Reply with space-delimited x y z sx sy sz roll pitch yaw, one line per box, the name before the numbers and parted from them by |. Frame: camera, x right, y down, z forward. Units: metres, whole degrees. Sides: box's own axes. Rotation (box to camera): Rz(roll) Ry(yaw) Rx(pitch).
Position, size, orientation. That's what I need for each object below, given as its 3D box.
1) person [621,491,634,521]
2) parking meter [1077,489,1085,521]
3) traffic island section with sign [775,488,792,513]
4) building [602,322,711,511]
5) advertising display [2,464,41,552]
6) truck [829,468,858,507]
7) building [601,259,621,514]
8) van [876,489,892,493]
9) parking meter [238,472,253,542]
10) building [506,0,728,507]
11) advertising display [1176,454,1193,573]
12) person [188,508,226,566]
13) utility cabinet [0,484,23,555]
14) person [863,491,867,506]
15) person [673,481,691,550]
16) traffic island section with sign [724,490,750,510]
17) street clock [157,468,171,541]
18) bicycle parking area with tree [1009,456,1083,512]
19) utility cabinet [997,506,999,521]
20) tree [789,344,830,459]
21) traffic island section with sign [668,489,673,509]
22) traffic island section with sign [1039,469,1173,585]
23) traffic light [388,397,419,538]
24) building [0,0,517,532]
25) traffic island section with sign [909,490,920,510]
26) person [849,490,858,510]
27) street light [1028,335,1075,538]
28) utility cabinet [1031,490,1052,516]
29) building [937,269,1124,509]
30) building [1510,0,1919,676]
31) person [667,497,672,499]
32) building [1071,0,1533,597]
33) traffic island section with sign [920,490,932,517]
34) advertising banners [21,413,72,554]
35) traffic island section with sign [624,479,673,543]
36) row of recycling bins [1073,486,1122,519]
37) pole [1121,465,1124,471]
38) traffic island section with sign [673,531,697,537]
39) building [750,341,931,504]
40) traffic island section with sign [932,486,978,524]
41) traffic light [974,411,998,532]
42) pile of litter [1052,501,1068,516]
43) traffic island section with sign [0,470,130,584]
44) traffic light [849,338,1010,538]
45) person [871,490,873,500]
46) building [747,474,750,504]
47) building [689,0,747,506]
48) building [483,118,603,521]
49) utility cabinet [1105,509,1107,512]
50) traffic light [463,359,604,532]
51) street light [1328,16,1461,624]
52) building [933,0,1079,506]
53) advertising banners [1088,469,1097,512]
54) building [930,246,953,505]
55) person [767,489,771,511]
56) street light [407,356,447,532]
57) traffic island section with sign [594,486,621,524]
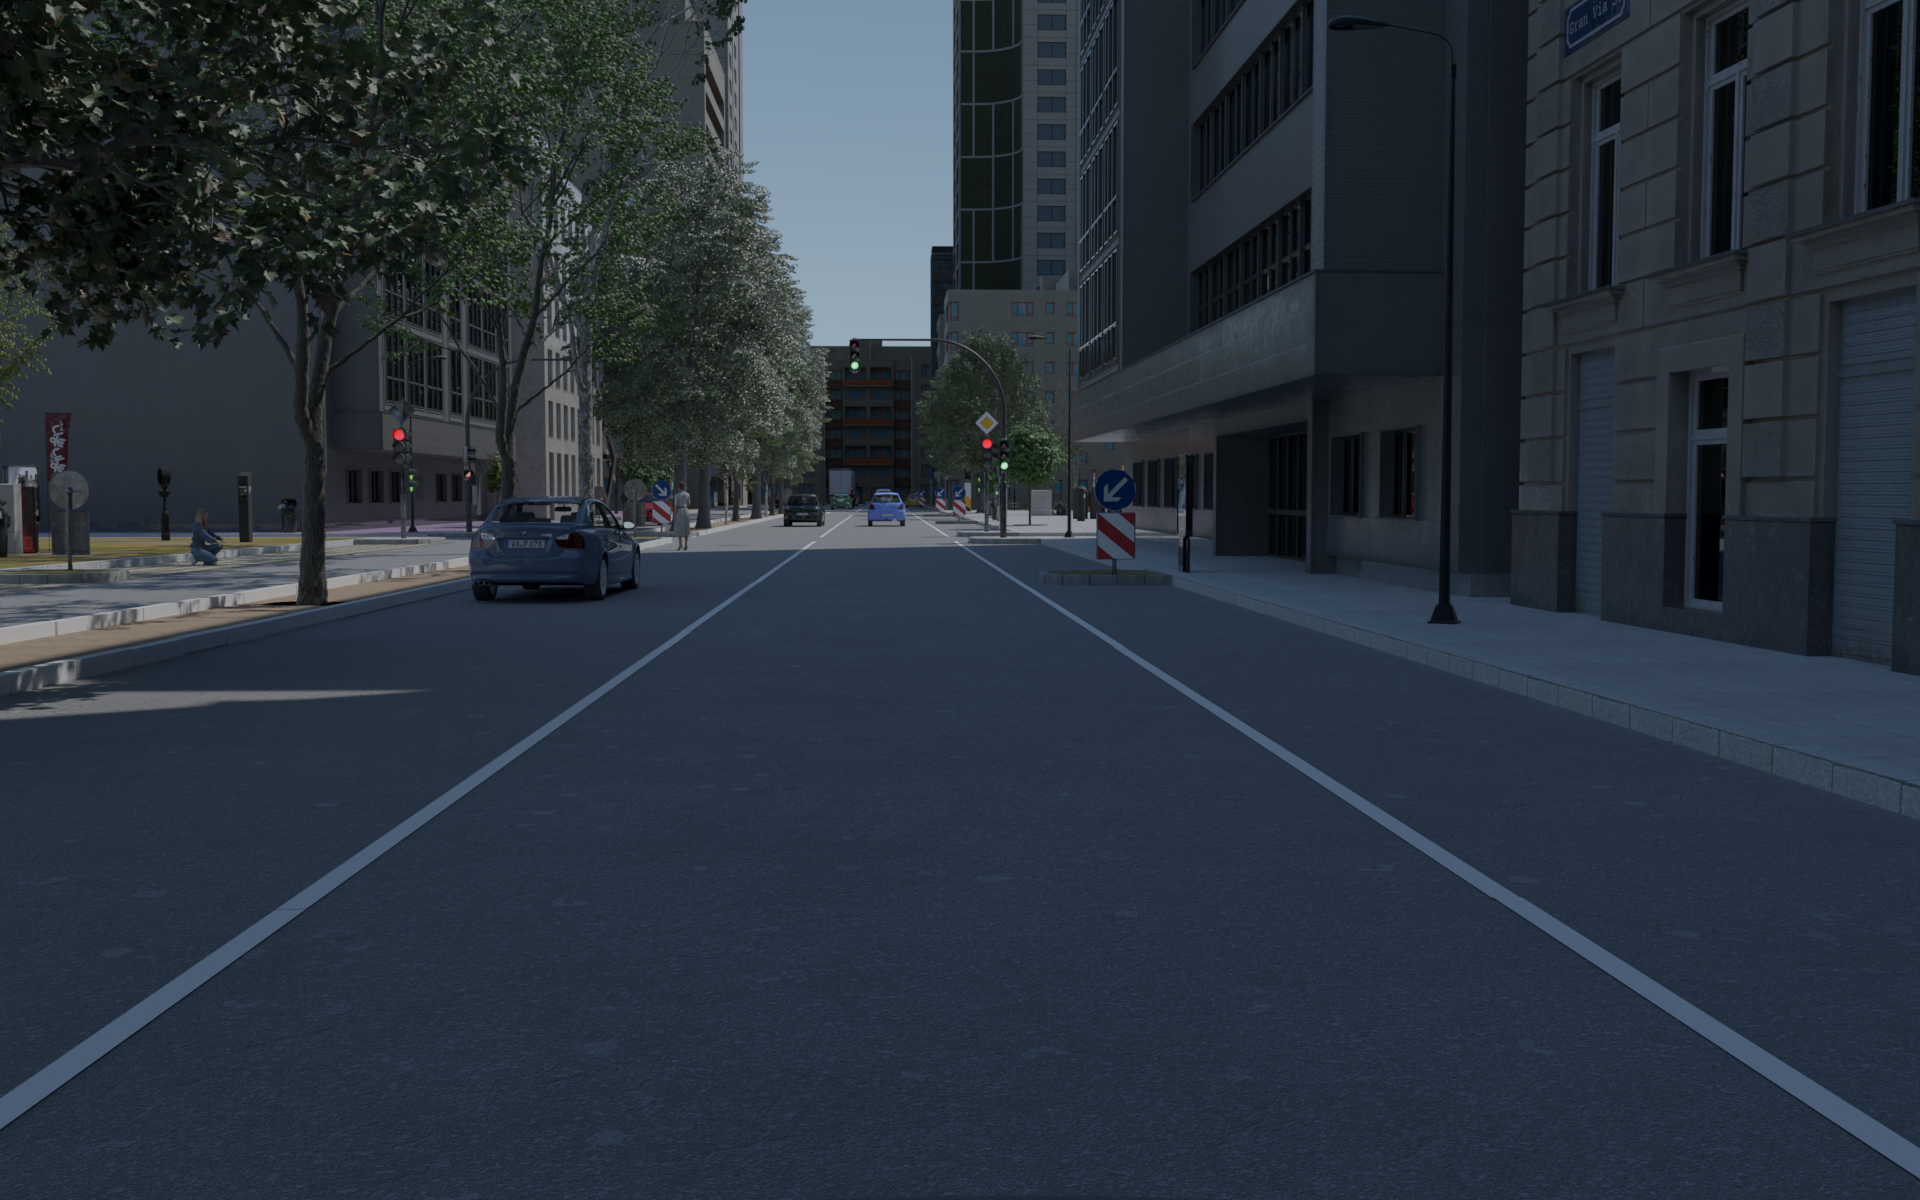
person | -13.509 -3.848 70.780 0.474 1.900 0.648 2 4 28
parking meter | 5.706 -4.473 81.540 0.372 1.533 0.369 0 3 0
traffic island section with sign | -13.322 -7.648 133.174 2.006 1.907 1.989 0 4 -3
building | -36.534 -18.467 146.971 27.650 21.520 28.899 0 4 -3
advertising display | -20.586 -2.006 38.017 0.123 1.923 0.974 1 4 11
truck | -13.087 -12.558 194.241 2.839 4.237 11.283 0 4 -1
building | -29.884 -14.673 107.350 16.820 18.784 16.811 0 4 -3
van | -6.590 -8.714 149.488 2.013 2.044 4.112 0 4 -3
parking meter | -19.017 -2.469 46.081 0.255 1.863 0.399 0 4 -6
building | -34.783 -33.502 171.452 21.300 48.544 21.600 0 4 -3
advertising display | 3.698 -1.425 28.516 0.123 1.923 0.974 0 4 -2
person | -14.956 -1.257 34.554 0.738 1.151 1.012 0 4 -5
utility cabinet | -20.288 -1.685 36.229 1.173 1.500 0.318 0 4 1
person | -11.337 -12.076 205.951 0.705 1.824 1.348 -1 4 -21
person | -7.113 -2.145 44.144 0.480 1.755 0.524 -3 5 -41
traffic island section with sign | -20.764 -9.267 160.145 1.989 1.847 2.006 0 4 -3
street clock | -21.835 -2.629 47.555 0.358 2.002 0.471 -3 5 -40
bicycle parking area with tree | 6.453 -8.774 130.460 8.231 4.147 9.016 2 4 35
utility cabinet | 1.966 -4.463 81.647 0.318 1.500 1.173 1 4 11
tree | -11.512 -9.852 89.289 9.928 11.665 9.643 0 3 0
traffic island section with sign | -18.505 -6.202 110.034 1.989 1.847 2.006 0 4 -3
traffic island section with sign | 2.312 -1.192 28.120 1.989 1.847 2.006 0 4 -3
traffic light | -16.097 -3.739 50.051 0.839 4.253 0.868 0 4 -3
building | -27.426 -16.872 69.366 14.314 27.812 24.014 0 4 -3
traffic island section with sign | -3.653 -9.294 160.590 1.989 1.847 2.006 0 4 -3
person | -9.898 -9.231 159.362 0.705 1.831 1.348 -3 5 -40
street light | 2.682 -4.792 50.897 1.470 5.913 1.316 0 4 -3
utility cabinet | 4.714 -5.607 100.345 1.173 1.500 0.318 0 4 0
building | 12.125 -19.360 161.582 27.650 21.520 28.899 0 4 -3
building | 12.572 -12.856 7.461 12.463 27.353 25.104 0 4 -3
person | -19.231 -6.410 113.859 0.519 1.759 0.362 1 4 13
building | 10.980 -13.260 35.870 14.314 24.678 30.058 0 4 -3
traffic island section with sign | -1.385 -6.227 110.441 1.989 1.847 2.006 0 4 -3
advertising banners | -20.125 -2.503 37.107 2.074 3.025 0.090 -1 4 -15
traffic island section with sign | -9.608 -2.604 50.711 2.006 1.907 1.989 0 4 -3
row of recycling bins | 7.558 -5.017 89.146 3.534 1.692 1.069 1 4 8
pole | 11.525 -7.907 123.128 0.158 3.312 0.155 0 3 0
traffic island section with sign | -9.931 -3.057 58.112 2.006 1.907 1.989 0 4 -3
building | -12.177 -23.617 231.173 28.899 21.520 27.650 0 4 -3
traffic island section with sign | -0.185 -4.580 83.512 1.989 1.847 2.006 0 4 -3
traffic light | 0.887 -4.275 58.823 0.839 4.253 0.868 0 4 -3
pile of litter | 5.695 -5.397 102.207 1.719 0.858 1.176 -1 4 -19
traffic island section with sign | -14.831 -1.208 28.377 1.989 1.847 2.006 0 4 -3
traffic light | -0.840 -4.645 50.611 4.771 5.953 1.251 0 4 -3
person | -8.311 -9.544 164.483 0.705 1.831 1.348 0 4 -6
building | -42.122 -23.533 229.805 28.899 21.520 27.650 0 4 -3
building | -35.621 -46.421 197.236 20.611 71.187 20.563 0 4 -3
building | -25.366 -14.423 90.559 10.420 20.320 16.860 0 4 -3
utility cabinet | 7.553 -4.987 92.692 1.020 1.237 0.306 -2 4 -25
traffic light | -14.370 -5.106 58.157 4.771 5.953 1.251 0 4 -3
street light | 4.273 -2.721 17.026 1.470 5.913 1.316 0 4 -3
building | 7.664 -45.648 184.600 20.563 71.187 20.611 0 4 -3
advertising banners | 9.066 -7.729 122.551 0.090 3.025 2.074 -2 4 -30
building | 3.488 -26.379 202.999 14.160 30.474 14.107 0 4 -3
person | -15.832 -8.261 143.436 0.599 1.838 0.709 -3 5 -44
street light | -17.931 -5.244 58.288 1.470 5.913 1.316 0 4 -3
traffic island section with sign | -17.273 -4.534 82.755 1.989 1.847 2.006 0 4 -3
